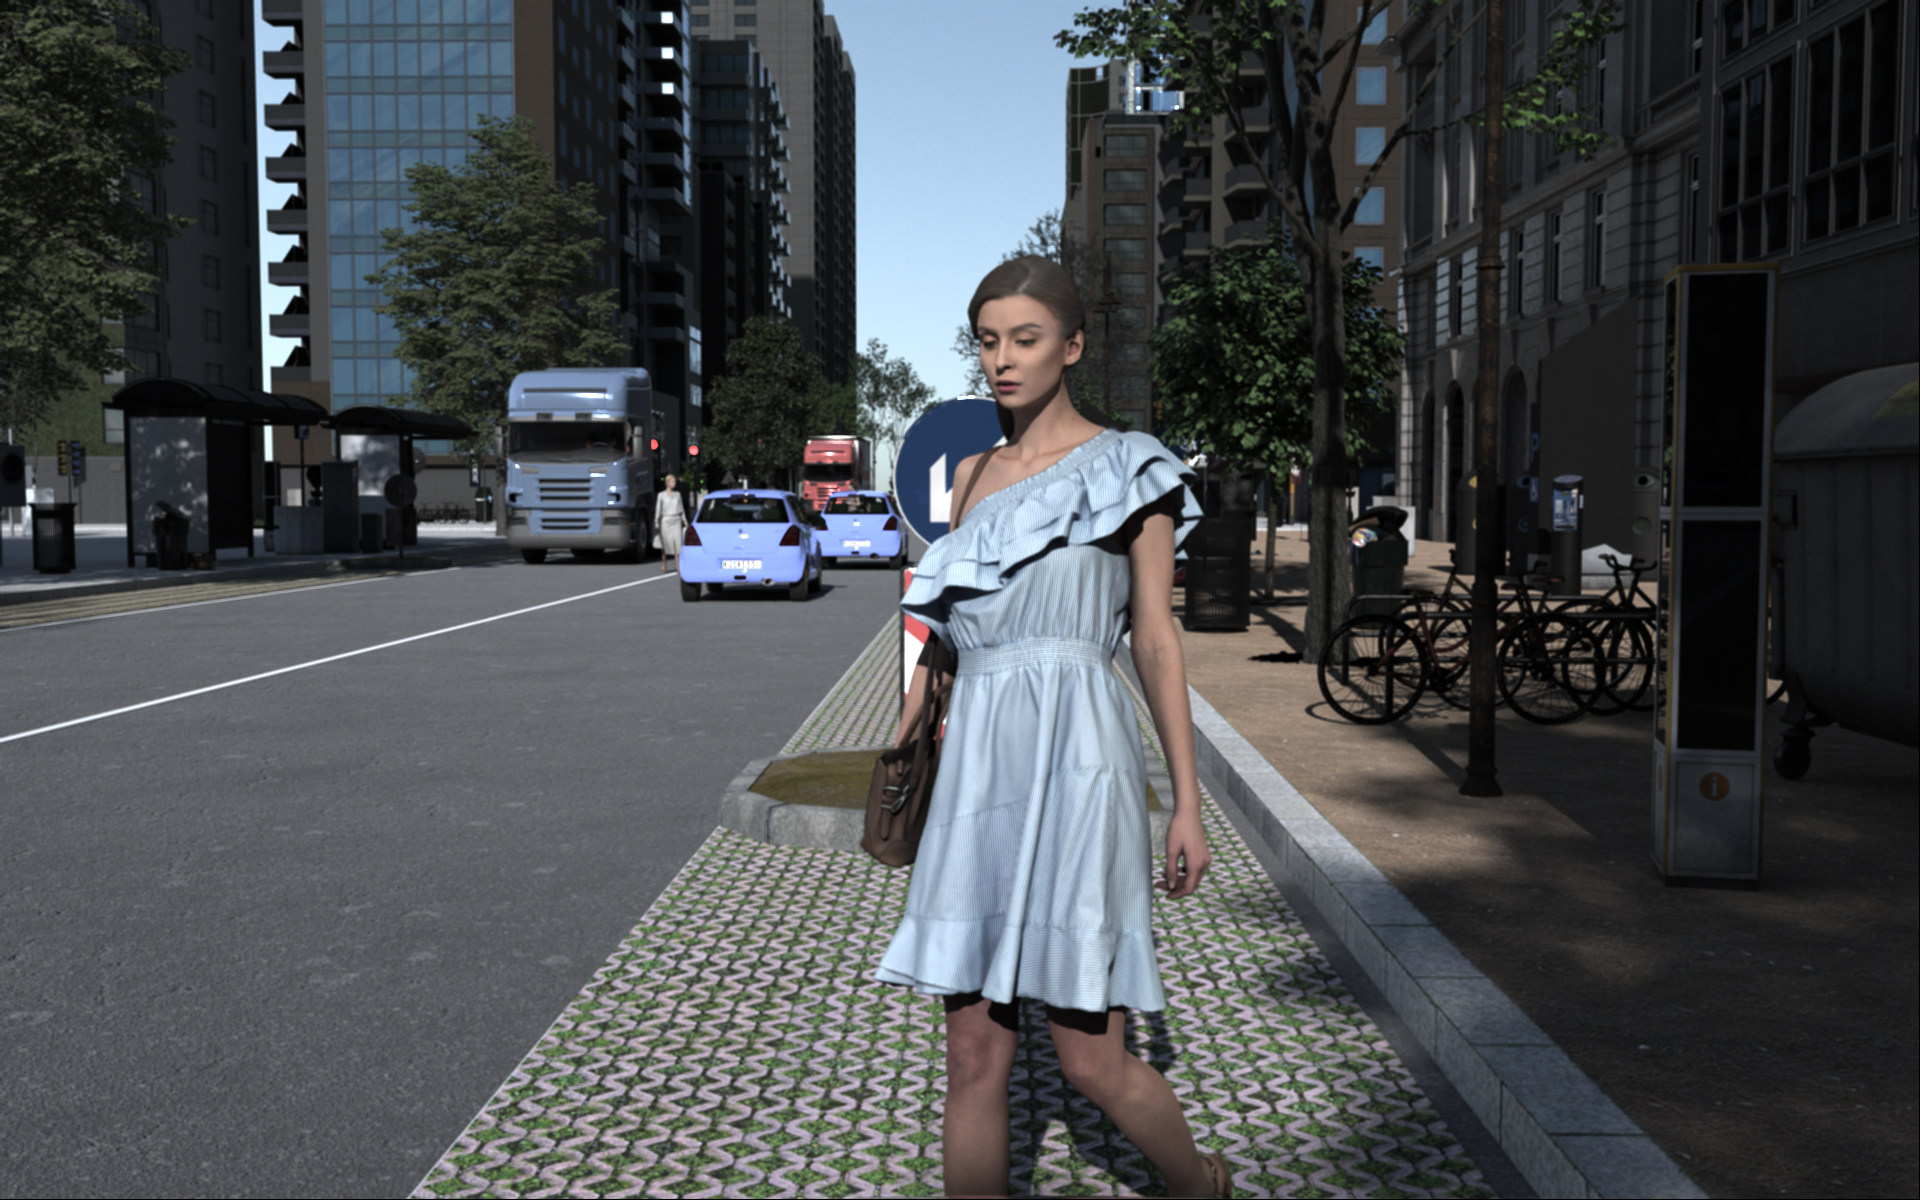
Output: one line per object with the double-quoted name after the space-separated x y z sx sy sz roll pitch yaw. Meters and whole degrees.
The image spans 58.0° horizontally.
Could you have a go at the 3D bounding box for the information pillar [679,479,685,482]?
-15.261 -5.518 94.703 0.304 2.012 0.304 2 4 26 "information pillar"

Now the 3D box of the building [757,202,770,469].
-25.914 -24.027 164.535 14.160 30.474 14.107 0 4 1 "building"

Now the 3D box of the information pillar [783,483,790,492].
-11.523 -6.764 115.083 0.304 2.012 0.304 3 5 40 "information pillar"

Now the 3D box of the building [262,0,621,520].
-26.133 -26.889 89.745 14.600 45.320 14.200 0 4 1 "building"

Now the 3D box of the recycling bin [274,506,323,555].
-14.025 -1.479 36.735 0.722 1.027 0.722 1 4 15 "recycling bin"

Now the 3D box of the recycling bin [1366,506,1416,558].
8.736 -1.382 35.150 0.722 1.027 0.722 -2 4 -29 "recycling bin"

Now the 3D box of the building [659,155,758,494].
-25.942 -23.165 150.451 14.160 30.474 14.107 0 4 1 "building"

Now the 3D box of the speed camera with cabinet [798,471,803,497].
-12.653 -8.480 132.976 2.038 3.252 0.660 -2 4 -32 "speed camera with cabinet"

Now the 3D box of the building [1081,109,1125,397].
21.393 -33.785 202.497 14.600 45.320 14.200 0 4 1 "building"

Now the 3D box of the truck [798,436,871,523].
-6.049 -5.905 85.454 2.839 4.237 11.283 0 4 1 "truck"

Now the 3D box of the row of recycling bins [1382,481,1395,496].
14.472 -3.051 56.995 1.069 1.692 3.534 1 4 18 "row of recycling bins"

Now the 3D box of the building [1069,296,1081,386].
22.648 -29.364 251.803 14.160 30.474 14.107 0 4 1 "building"

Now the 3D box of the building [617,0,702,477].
-29.875 -49.324 119.115 22.319 86.520 31.000 0 4 1 "building"

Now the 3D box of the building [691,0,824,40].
-27.453 -49.295 244.227 20.563 71.187 20.611 0 4 1 "building"

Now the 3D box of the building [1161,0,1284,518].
23.777 -27.480 103.919 22.147 44.769 28.867 0 4 1 "building"

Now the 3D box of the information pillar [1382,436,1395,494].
17.338 -4.809 69.980 0.504 3.616 0.183 2 4 26 "information pillar"

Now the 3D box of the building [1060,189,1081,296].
26.609 -39.509 269.671 21.300 48.544 21.600 0 4 1 "building"

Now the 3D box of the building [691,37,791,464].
-30.286 -34.685 186.707 23.786 49.044 30.456 0 4 1 "building"

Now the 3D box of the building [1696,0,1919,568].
17.824 -13.520 14.565 14.314 27.812 24.014 0 4 1 "building"

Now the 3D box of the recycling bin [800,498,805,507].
-11.229 -6.981 126.686 0.722 1.027 0.722 2 4 35 "recycling bin"

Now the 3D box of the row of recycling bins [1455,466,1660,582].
9.217 -1.191 26.585 1.069 1.692 3.534 -3 5 -42 "row of recycling bins"

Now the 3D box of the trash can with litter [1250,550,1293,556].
5.860 -1.552 36.439 2.233 1.210 1.678 1 4 19 "trash can with litter"

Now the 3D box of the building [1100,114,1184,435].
17.813 -22.220 134.994 14.160 30.474 14.107 0 4 1 "building"

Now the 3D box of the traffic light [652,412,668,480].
-10.475 -4.321 59.566 0.839 4.253 0.868 0 4 1 "traffic light"

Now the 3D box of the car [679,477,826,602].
-2.878 -0.903 24.362 1.945 1.707 3.694 0 4 -1 "car"

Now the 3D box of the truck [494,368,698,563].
-7.625 -3.242 42.769 2.967 4.110 18.799 0 4 1 "truck"

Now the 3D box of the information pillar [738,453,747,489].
-12.476 -6.607 99.384 0.504 3.616 0.183 -1 4 -11 "information pillar"

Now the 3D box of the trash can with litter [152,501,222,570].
-13.089 -1.098 29.333 1.055 1.170 0.624 0 4 -6 "trash can with litter"

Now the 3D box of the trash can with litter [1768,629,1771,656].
7.077 -0.174 13.908 1.678 1.210 2.233 -1 4 -14 "trash can with litter"

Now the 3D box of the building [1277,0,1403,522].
22.860 -26.267 79.572 14.200 45.320 14.600 0 4 1 "building"

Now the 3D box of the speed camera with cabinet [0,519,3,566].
-17.140 -2.182 30.006 0.660 3.252 2.038 1 4 10 "speed camera with cabinet"

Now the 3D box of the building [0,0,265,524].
-42.153 -24.238 79.886 14.086 41.232 14.154 0 4 1 "building"

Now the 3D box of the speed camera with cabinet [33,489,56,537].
-27.978 -3.531 52.060 2.038 3.252 0.660 3 4 38 "speed camera with cabinet"

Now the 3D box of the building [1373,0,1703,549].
18.420 -12.044 38.728 13.314 21.916 24.055 0 4 1 "building"

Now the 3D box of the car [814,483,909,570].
-1.908 -1.487 33.896 1.945 1.707 3.694 0 4 1 "car"

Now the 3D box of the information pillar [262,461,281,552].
-15.365 -2.093 38.712 0.304 2.012 0.304 0 4 -4 "information pillar"

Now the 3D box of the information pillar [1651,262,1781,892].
2.475 -0.074 5.698 0.304 2.012 0.304 1 4 14 "information pillar"

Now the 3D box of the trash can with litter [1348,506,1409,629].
3.881 -0.324 16.677 0.624 1.170 1.055 -1 4 -10 "trash can with litter"

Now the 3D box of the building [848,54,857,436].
-26.200 -50.552 264.777 20.563 71.187 20.611 0 4 1 "building"

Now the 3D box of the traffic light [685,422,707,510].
-10.308 -4.809 67.550 0.839 4.253 0.868 0 4 1 "traffic light"

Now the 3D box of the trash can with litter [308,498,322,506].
-17.325 -2.185 47.114 0.624 1.170 1.055 -3 4 -38 "trash can with litter"

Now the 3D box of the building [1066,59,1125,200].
26.066 -52.099 290.062 20.563 71.187 20.611 0 4 1 "building"

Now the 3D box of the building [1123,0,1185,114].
25.591 -52.953 178.448 22.319 86.520 31.000 0 4 1 "building"
